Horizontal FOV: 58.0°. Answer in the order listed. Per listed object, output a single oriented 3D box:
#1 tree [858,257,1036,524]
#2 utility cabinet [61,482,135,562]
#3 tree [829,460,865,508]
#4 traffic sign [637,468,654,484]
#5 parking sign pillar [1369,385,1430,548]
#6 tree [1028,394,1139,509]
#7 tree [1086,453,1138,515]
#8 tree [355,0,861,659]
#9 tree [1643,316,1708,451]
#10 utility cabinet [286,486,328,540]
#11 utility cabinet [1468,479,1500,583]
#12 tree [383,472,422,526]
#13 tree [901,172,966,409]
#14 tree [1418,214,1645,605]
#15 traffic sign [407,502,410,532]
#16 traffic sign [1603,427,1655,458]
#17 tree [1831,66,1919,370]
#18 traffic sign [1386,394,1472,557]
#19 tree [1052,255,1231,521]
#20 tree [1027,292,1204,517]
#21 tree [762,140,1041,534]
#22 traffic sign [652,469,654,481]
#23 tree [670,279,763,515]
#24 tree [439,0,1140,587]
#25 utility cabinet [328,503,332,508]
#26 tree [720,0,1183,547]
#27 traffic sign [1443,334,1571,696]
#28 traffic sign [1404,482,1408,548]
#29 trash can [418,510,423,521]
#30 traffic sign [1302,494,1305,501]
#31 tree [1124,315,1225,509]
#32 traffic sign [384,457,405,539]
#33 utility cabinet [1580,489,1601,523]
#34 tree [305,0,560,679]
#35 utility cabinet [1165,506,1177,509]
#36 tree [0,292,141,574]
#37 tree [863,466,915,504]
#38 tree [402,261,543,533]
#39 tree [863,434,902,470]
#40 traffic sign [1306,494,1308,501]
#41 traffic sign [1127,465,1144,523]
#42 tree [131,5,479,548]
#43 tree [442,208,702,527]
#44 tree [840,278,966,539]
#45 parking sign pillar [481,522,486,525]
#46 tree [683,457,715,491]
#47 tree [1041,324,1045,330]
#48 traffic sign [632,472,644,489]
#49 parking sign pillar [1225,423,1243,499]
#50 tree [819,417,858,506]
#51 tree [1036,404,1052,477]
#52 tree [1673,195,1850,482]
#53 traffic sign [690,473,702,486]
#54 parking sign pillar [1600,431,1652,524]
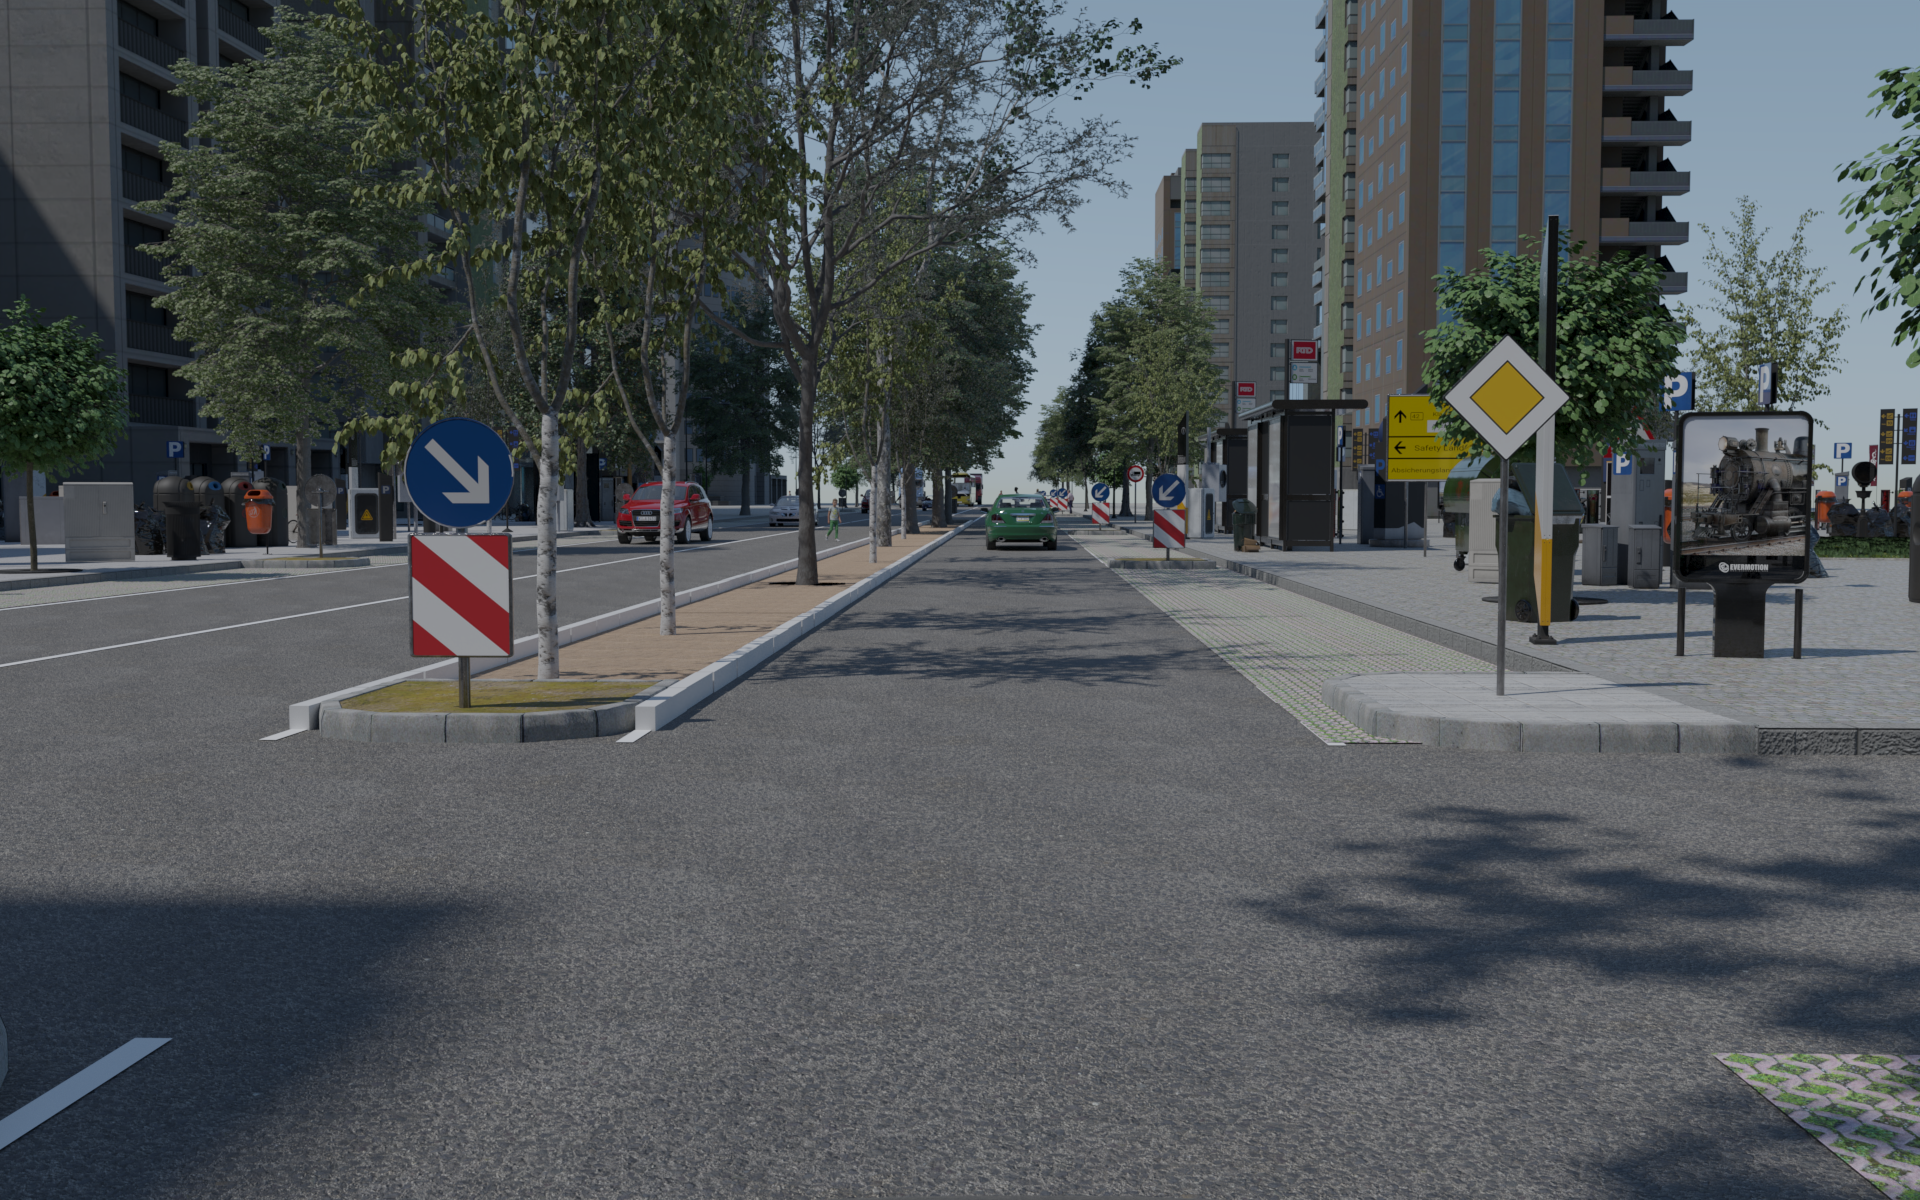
[{"bbox_3d":[-0.468,-9.858,81.758,7.486,12.596,7.792,0,3,0],"label":"tree"},{"bbox_3d":[-16.203,-1.463,32.606,1.173,1.500,0.318,-2,4,-27],"label":"utility cabinet"},{"bbox_3d":[-10.758,-11.034,164.125,4.285,4.588,4.351,0,3,0],"label":"tree"},{"bbox_3d":[-13.914,-4.678,76.595,0.768,2.556,0.104,1,4,9],"label":"traffic sign"},{"bbox_3d":[10.702,-3.278,42.070,1.447,3.967,1.447,-2,4,-28],"label":"parking sign pillar"},{"bbox_3d":[10.961,-13.176,149.841,8.767,10.594,7.601,-1,4,-18],"label":"tree"},{"bbox_3d":[9.684,-7.632,108.502,4.285,4.588,4.351,0,3,0],"label":"tree"},{"bbox_3d":[-2.984,-3.955,17.491,4.737,8.622,4.395,0,3,0],"label":"tree"},{"bbox_3d":[28.788,-7.450,72.169,4.360,8.622,3.978,0,3,0],"label":"tree"},{"bbox_3d":[-18.169,-2.399,47.902,1.173,1.500,0.318,1,4,14],"label":"utility cabinet"},{"bbox_3d":[7.855,-0.976,24.630,1.173,1.500,0.318,3,5,40],"label":"utility cabinet"},{"bbox_3d":[-22.519,-4.671,70.979,1.663,3.219,1.824,0,3,0],"label":"tree"},{"bbox_3d":[-1.826,-5.071,35.724,4.737,8.622,4.395,0,3,0],"label":"tree"},{"bbox_3d":[6.919,-2.247,20.453,4.285,4.588,4.351,0,3,0],"label":"tree"},{"bbox_3d":[-18.747,-3.593,58.849,0.768,2.556,0.104,0,4,6],"label":"traffic sign"},{"bbox_3d":[9.891,-1.559,25.494,0.884,2.594,0.081,0,4,2],"label":"traffic sign"},{"bbox_3d":[6.675,-1.584,9.607,4.285,4.588,4.351,0,3,0],"label":"tree"},{"bbox_3d":[9.805,-2.526,35.178,2.265,3.308,0.079,0,4,7],"label":"traffic sign"},{"bbox_3d":[9.407,-10.073,82.813,7.486,12.596,7.792,0,3,0],"label":"tree"},{"bbox_3d":[9.569,-11.100,98.485,9.611,12.733,9.660,0,3,0],"label":"tree"},{"bbox_3d":[-1.766,-9.332,61.686,9.857,13.997,8.962,0,3,0],"label":"tree"},{"bbox_3d":[-15.161,-5.176,84.730,0.768,2.556,0.104,0,4,5],"label":"traffic sign"},{"bbox_3d":[-12.969,-12.077,104.109,9.857,13.997,8.962,0,3,0],"label":"tree"},{"bbox_3d":[-2.423,-6.977,26.903,12.009,13.543,11.850,0,3,0],"label":"tree"},{"bbox_3d":[-19.001,-2.595,51.111,0.318,1.500,1.173,1,4,13],"label":"utility cabinet"},{"bbox_3d":[-0.868,-11.437,45.349,12.611,20.169,13.585,0,3,0],"label":"tree"},{"bbox_3d":[3.439,-0.448,10.966,0.795,2.450,0.064,0,4,2],"label":"traffic sign"},{"bbox_3d":[10.523,-2.491,40.832,0.768,2.556,0.104,1,4,10],"label":"traffic sign"},{"bbox_3d":[-25.662,-4.326,82.390,0.748,1.137,0.748,0,3,0],"label":"trash can"},{"bbox_3d":[9.687,-2.982,48.864,0.768,2.556,0.104,0,4,2],"label":"traffic sign"},{"bbox_3d":[8.505,-7.386,71.123,4.737,8.622,4.395,0,3,0],"label":"tree"},{"bbox_3d":[-16.020,-2.993,49.036,0.768,2.556,0.104,1,4,10],"label":"traffic sign"},{"bbox_3d":[27.504,-4.094,75.613,1.173,1.500,0.318,-1,4,-9],"label":"utility cabinet"},{"bbox_3d":[-3.045,-3.660,12.663,4.737,8.622,4.395,0,3,0],"label":"tree"},{"bbox_3d":[10.043,-4.397,80.565,0.318,1.500,1.173,-3,4,-38],"label":"utility cabinet"},{"bbox_3d":[-15.293,-2.735,28.438,4.285,4.588,4.351,0,3,0],"label":"tree"},{"bbox_3d":[-9.061,-19.412,234.397,9.611,12.733,9.660,0,3,0],"label":"tree"},{"bbox_3d":[-15.059,-6.359,54.340,4.360,8.622,3.978,0,3,0],"label":"tree"},{"bbox_3d":[-9.227,-16.346,201.675,8.767,10.594,7.601,2,4,29],"label":"tree"},{"bbox_3d":[9.559,-2.790,47.751,0.606,2.300,0.079,1,4,10],"label":"traffic sign"},{"bbox_3d":[7.707,-4.645,76.054,0.768,2.556,0.104,0,4,5],"label":"traffic sign"},{"bbox_3d":[-15.299,-7.498,40.719,7.486,12.596,7.792,0,3,0],"label":"tree"},{"bbox_3d":[-14.701,-9.172,66.972,9.611,12.733,9.660,0,3,0],"label":"tree"},{"bbox_3d":[-1.774,-6.212,54.386,4.360,8.622,3.978,0,3,0],"label":"tree"},{"bbox_3d":[-20.794,-5.181,73.180,1.447,3.967,1.447,3,5,39],"label":"parking sign pillar"},{"bbox_3d":[-13.818,-5.923,91.445,1.663,3.219,1.824,0,3,0],"label":"tree"},{"bbox_3d":[-0.882,-10.022,72.970,9.857,13.997,8.962,0,3,0],"label":"tree"},{"bbox_3d":[-15.391,-5.061,82.751,0.884,2.594,0.081,0,4,5],"label":"traffic sign"},{"bbox_3d":[10.468,-4.756,66.229,1.447,3.967,1.447,1,4,22],"label":"parking sign pillar"},{"bbox_3d":[-11.129,-16.042,180.405,7.486,12.596,7.792,0,3,0],"label":"tree"},{"bbox_3d":[11.215,-16.068,180.841,7.486,12.596,7.792,0,3,0],"label":"tree"},{"bbox_3d":[19.658,-5.622,42.289,4.737,8.622,4.395,0,3,0],"label":"tree"},{"bbox_3d":[-12.920,-5.048,84.670,0.606,2.300,0.079,0,4,6],"label":"traffic sign"},{"bbox_3d":[19.417,-3.793,50.486,1.447,3.967,1.447,3,4,38],"label":"parking sign pillar"}]
